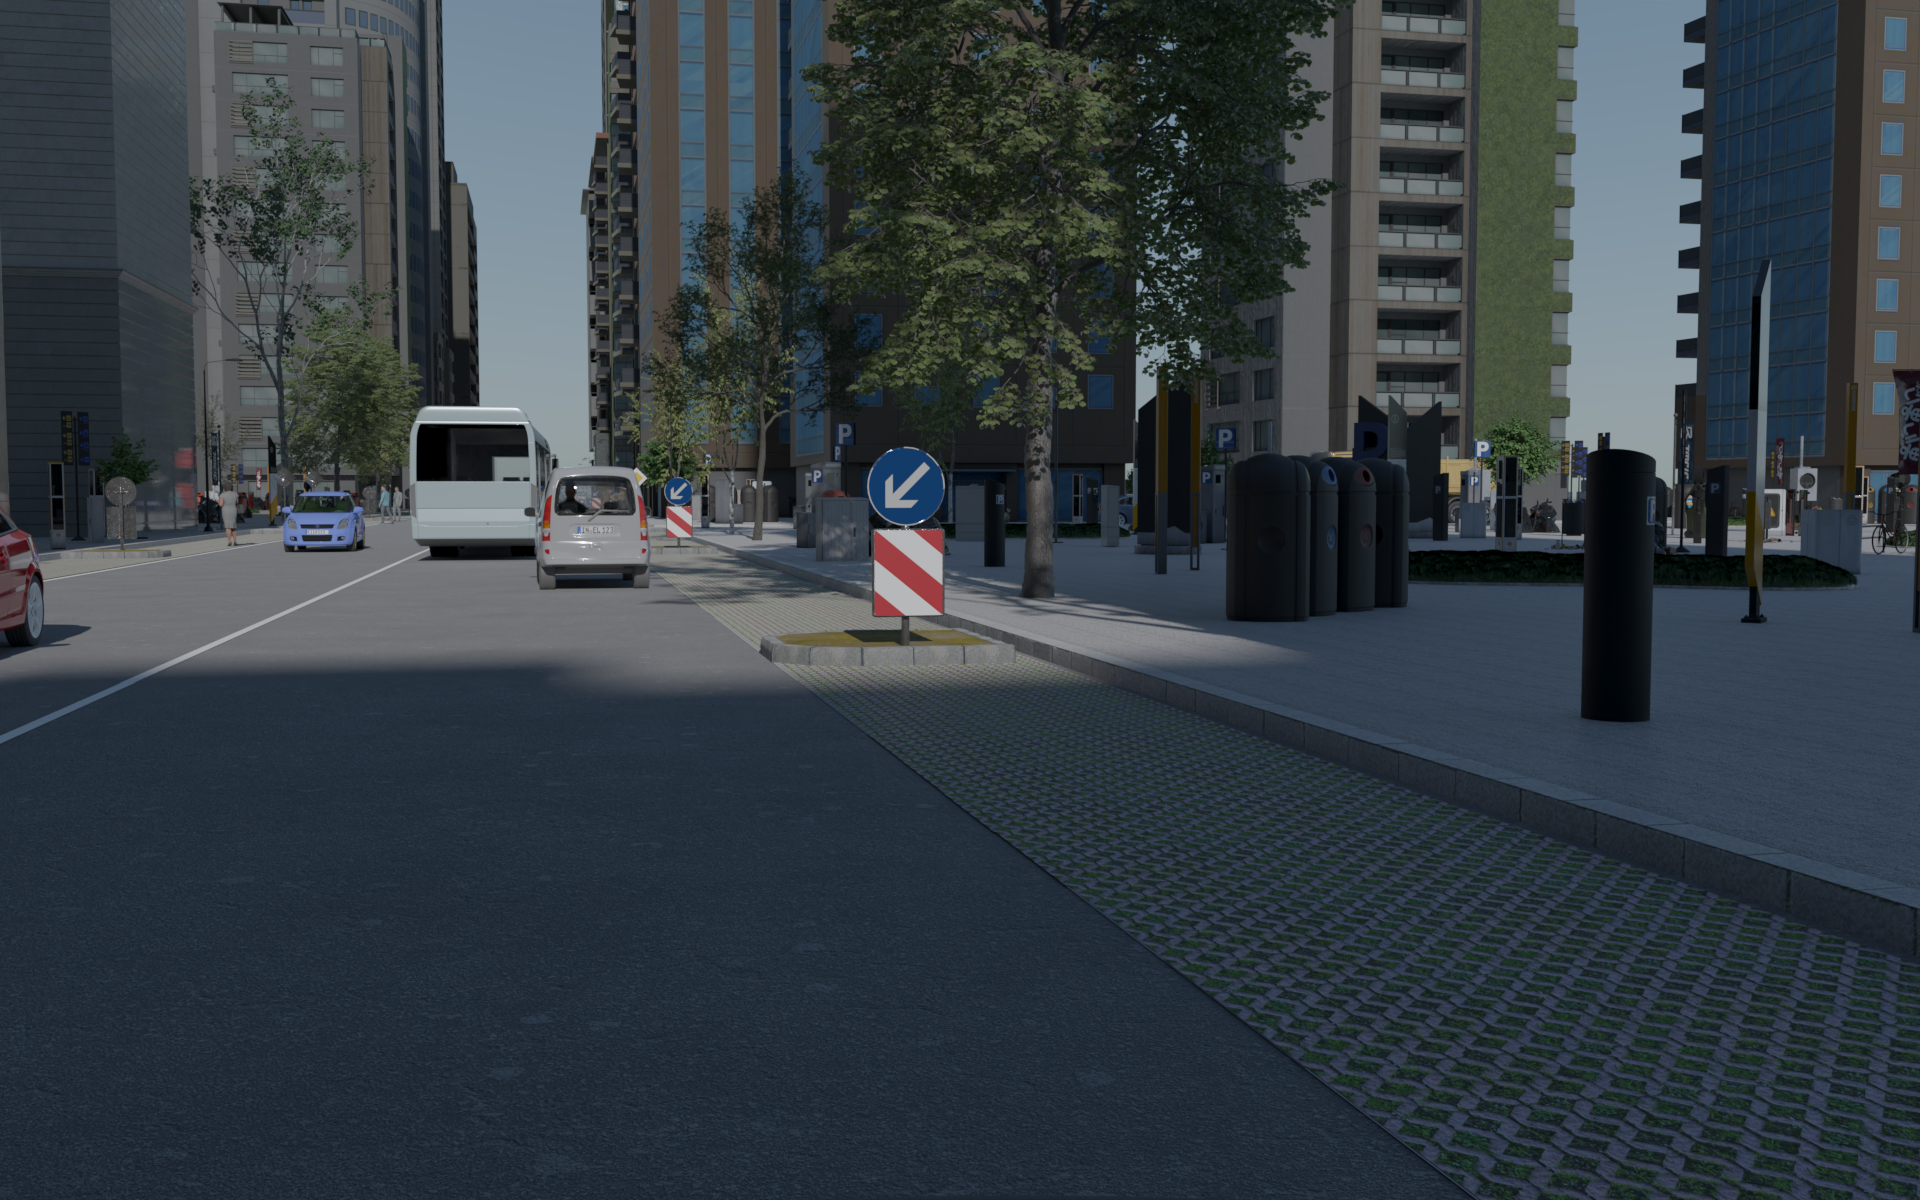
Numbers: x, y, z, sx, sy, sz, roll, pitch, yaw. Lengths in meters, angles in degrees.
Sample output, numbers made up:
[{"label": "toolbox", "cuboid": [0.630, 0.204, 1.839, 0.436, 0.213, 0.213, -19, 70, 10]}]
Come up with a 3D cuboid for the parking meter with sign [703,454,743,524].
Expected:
[{"label": "parking meter with sign", "cuboid": [-10.176, -4.799, 74.730, 1.738, 3.016, 0.543, 2, 4, 23]}]

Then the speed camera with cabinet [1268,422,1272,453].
[{"label": "speed camera with cabinet", "cuboid": [9.158, -3.232, 47.180, 2.038, 3.252, 0.660, 2, 4, 27]}]

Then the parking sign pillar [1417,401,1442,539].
[{"label": "parking sign pillar", "cuboid": [13.309, -3.778, 50.242, 1.447, 3.967, 1.447, -2, 4, -27]}]

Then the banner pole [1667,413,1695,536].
[{"label": "banner pole", "cuboid": [22.256, -3.881, 53.471, 0.401, 3.779, 0.863, -2, 4, -35]}]

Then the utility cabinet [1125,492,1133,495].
[{"label": "utility cabinet", "cuboid": [12.788, -7.345, 128.763, 1.173, 1.500, 0.318, 2, 4, 26]}]

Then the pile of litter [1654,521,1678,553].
[{"label": "pile of litter", "cuboid": [13.165, -1.123, 32.321, 1.176, 0.858, 1.719, 2, 4, 28]}]

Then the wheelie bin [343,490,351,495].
[{"label": "wheelie bin", "cuboid": [-50.346, -8.221, 142.325, 0.693, 1.594, 0.980, 2, 4, 32]}]

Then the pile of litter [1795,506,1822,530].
[{"label": "pile of litter", "cuboid": [30.153, -2.907, 61.488, 1.719, 0.858, 1.176, 0, 4, -6]}]

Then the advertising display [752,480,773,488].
[{"label": "advertising display", "cuboid": [-9.318, -4.673, 81.619, 0.974, 1.923, 0.123, 0, 4, 2]}]

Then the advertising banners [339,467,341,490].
[{"label": "advertising banners", "cuboid": [-41.021, -7.143, 112.969, 0.090, 3.025, 2.074, 1, 4, 18]}]

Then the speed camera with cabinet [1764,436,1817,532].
[{"label": "speed camera with cabinet", "cuboid": [28.026, -3.951, 58.935, 2.038, 3.252, 0.660, 0, 4, -2]}]

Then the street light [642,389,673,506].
[{"label": "street light", "cuboid": [-13.372, -6.384, 76.925, 1.470, 5.913, 1.316, -1, 4, -13]}]

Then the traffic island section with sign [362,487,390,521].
[{"label": "traffic island section with sign", "cuboid": [-31.456, -5.118, 92.299, 1.989, 1.847, 2.006, -1, 4, -13]}]

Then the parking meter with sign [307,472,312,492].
[{"label": "parking meter with sign", "cuboid": [-51.178, -8.546, 135.995, 0.543, 3.016, 1.738, 0, 4, -5]}]

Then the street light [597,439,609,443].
[{"label": "street light", "cuboid": [-31.208, -11.009, 152.539, 1.470, 5.913, 1.316, -1, 4, -13]}]

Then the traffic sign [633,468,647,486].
[{"label": "traffic sign", "cuboid": [-12.278, -3.802, 65.807, 0.795, 2.450, 0.064, -1, 4, -13]}]

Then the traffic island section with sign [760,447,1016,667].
[{"label": "traffic island section with sign", "cuboid": [-0.724, -0.407, 15.281, 1.989, 1.847, 2.006, -1, 4, -13]}]

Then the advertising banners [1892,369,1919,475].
[{"label": "advertising banners", "cuboid": [14.087, -1.721, 24.323, 2.074, 3.025, 0.090, 0, 4, 1]}]

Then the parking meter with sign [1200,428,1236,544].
[{"label": "parking meter with sign", "cuboid": [6.550, -2.991, 45.170, 0.543, 3.016, 1.738, 2, 4, 35]}]

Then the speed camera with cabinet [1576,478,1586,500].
[{"label": "speed camera with cabinet", "cuboid": [40.668, -7.247, 112.824, 0.660, 3.252, 2.038, 2, 4, 31]}]

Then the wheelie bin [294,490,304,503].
[{"label": "wheelie bin", "cuboid": [-48.562, -7.316, 127.522, 0.980, 1.594, 0.693, 0, 4, 8]}]

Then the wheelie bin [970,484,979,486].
[{"label": "wheelie bin", "cuboid": [0.435, -2.853, 54.555, 0.693, 1.594, 0.980, -1, 4, -22]}]

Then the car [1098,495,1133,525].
[{"label": "car", "cuboid": [7.812, -3.826, 74.552, 4.499, 1.417, 2.014, -1, 4, -12]}]

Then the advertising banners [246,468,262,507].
[{"label": "advertising banners", "cuboid": [-48.016, -7.403, 117.220, 2.074, 3.025, 0.090, 1, 4, 22]}]

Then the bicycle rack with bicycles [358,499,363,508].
[{"label": "bicycle rack with bicycles", "cuboid": [-46.635, -7.424, 134.765, 2.925, 0.926, 2.852, -2, 4, -30]}]

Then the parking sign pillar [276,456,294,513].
[{"label": "parking sign pillar", "cuboid": [-47.072, -8.071, 120.430, 1.447, 3.967, 1.447, -2, 4, -27]}]

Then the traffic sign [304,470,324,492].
[{"label": "traffic sign", "cuboid": [-26.371, -4.103, 70.731, 0.795, 2.450, 0.064, -1, 4, -13]}]

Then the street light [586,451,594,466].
[{"label": "street light", "cuboid": [-39.283, -13.123, 187.100, 1.470, 5.913, 1.316, -1, 4, -13]}]

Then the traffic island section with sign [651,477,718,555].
[{"label": "traffic island section with sign", "cuboid": [-6.938, -2.026, 41.760, 1.989, 1.847, 2.006, -1, 4, -13]}]

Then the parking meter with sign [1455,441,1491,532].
[{"label": "parking meter with sign", "cuboid": [16.935, -3.742, 57.446, 0.543, 3.016, 1.738, 0, 4, -8]}]

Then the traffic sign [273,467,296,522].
[{"label": "traffic sign", "cuboid": [-24.544, -3.628, 62.957, 0.795, 2.450, 0.064, -1, 4, -13]}]

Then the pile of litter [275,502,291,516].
[{"label": "pile of litter", "cuboid": [-39.628, -5.373, 101.820, 1.719, 0.858, 1.176, 2, 4, 31]}]

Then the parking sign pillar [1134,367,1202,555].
[{"label": "parking sign pillar", "cuboid": [4.468, -2.975, 37.119, 1.447, 3.967, 1.447, 3, 4, 36]}]

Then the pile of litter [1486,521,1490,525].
[{"label": "pile of litter", "cuboid": [22.329, -3.474, 70.771, 1.719, 0.858, 1.176, 3, 4, 39]}]

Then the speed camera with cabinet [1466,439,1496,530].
[{"label": "speed camera with cabinet", "cuboid": [18.963, -4.106, 61.465, 0.660, 3.252, 2.038, -3, 4, -36]}]

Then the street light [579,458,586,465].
[{"label": "street light", "cuboid": [-49.756, -15.837, 231.482, 1.470, 5.913, 1.316, -1, 4, -13]}]

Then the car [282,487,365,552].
[{"label": "car", "cuboid": [-16.105, -2.100, 43.919, 1.945, 1.707, 3.694, -1, 4, -14]}]

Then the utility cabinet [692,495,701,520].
[{"label": "utility cabinet", "cuboid": [-12.623, -4.476, 84.350, 1.020, 1.237, 0.306, 3, 5, 40]}]

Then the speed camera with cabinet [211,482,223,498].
[{"label": "speed camera with cabinet", "cuboid": [-55.235, -8.222, 128.759, 0.660, 3.252, 2.038, -1, 4, -14]}]

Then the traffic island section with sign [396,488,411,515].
[{"label": "traffic island section with sign", "cuboid": [-37.659, -6.731, 118.678, 1.989, 1.847, 2.006, -1, 4, -13]}]

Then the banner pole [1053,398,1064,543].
[{"label": "banner pole", "cuboid": [2.288, -3.383, 45.323, 0.863, 3.779, 0.401, 0, 4, 7]}]

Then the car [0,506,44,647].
[{"label": "car", "cuboid": [-9.221, -0.348, 14.725, 2.155, 1.783, 4.494, -1, 4, -15]}]

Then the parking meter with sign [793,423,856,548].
[{"label": "parking meter with sign", "cuboid": [-3.251, -2.779, 41.699, 0.543, 3.016, 1.738, 2, 4, 34]}]

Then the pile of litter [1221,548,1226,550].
[{"label": "pile of litter", "cuboid": [6.864, -1.563, 39.512, 1.719, 0.858, 1.176, 2, 4, 24]}]

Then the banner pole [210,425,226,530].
[{"label": "banner pole", "cuboid": [-26.697, -4.418, 62.251, 0.401, 3.779, 0.863, 0, 4, 3]}]

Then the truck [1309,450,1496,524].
[{"label": "truck", "cuboid": [19.621, -5.005, 77.762, 9.791, 3.379, 3.469, -1, 4, -11]}]

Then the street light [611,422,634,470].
[{"label": "street light", "cuboid": [-21.633, -8.512, 111.712, 1.470, 5.913, 1.316, -1, 4, -13]}]

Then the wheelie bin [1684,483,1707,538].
[{"label": "wheelie bin", "cuboid": [21.475, -2.589, 50.243, 0.980, 1.594, 0.693, -3, 5, -40]}]

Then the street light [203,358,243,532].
[{"label": "street light", "cuboid": [-25.144, -5.294, 59.100, 1.470, 5.913, 1.316, -1, 4, -13]}]

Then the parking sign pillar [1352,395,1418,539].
[{"label": "parking sign pillar", "cuboid": [11.262, -3.568, 46.805, 1.447, 3.967, 1.447, -3, 5, -45]}]

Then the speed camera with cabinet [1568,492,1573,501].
[{"label": "speed camera with cabinet", "cuboid": [43.014, -7.958, 124.447, 0.660, 3.252, 2.038, -2, 4, -33]}]

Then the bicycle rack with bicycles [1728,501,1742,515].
[{"label": "bicycle rack with bicycles", "cuboid": [39.777, -4.497, 86.910, 2.852, 0.926, 2.925, -1, 4, -17]}]

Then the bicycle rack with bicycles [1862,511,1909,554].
[{"label": "bicycle rack with bicycles", "cuboid": [20.437, -1.422, 36.633, 2.852, 0.926, 2.925, 3, 5, 45]}]

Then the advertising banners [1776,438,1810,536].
[{"label": "advertising banners", "cuboid": [25.572, -3.490, 53.250, 0.090, 3.025, 2.074, 0, 4, -1]}]

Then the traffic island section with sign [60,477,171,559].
[{"label": "traffic island section with sign", "cuboid": [-18.931, -1.855, 38.963, 1.989, 1.847, 2.006, -1, 4, -13]}]
